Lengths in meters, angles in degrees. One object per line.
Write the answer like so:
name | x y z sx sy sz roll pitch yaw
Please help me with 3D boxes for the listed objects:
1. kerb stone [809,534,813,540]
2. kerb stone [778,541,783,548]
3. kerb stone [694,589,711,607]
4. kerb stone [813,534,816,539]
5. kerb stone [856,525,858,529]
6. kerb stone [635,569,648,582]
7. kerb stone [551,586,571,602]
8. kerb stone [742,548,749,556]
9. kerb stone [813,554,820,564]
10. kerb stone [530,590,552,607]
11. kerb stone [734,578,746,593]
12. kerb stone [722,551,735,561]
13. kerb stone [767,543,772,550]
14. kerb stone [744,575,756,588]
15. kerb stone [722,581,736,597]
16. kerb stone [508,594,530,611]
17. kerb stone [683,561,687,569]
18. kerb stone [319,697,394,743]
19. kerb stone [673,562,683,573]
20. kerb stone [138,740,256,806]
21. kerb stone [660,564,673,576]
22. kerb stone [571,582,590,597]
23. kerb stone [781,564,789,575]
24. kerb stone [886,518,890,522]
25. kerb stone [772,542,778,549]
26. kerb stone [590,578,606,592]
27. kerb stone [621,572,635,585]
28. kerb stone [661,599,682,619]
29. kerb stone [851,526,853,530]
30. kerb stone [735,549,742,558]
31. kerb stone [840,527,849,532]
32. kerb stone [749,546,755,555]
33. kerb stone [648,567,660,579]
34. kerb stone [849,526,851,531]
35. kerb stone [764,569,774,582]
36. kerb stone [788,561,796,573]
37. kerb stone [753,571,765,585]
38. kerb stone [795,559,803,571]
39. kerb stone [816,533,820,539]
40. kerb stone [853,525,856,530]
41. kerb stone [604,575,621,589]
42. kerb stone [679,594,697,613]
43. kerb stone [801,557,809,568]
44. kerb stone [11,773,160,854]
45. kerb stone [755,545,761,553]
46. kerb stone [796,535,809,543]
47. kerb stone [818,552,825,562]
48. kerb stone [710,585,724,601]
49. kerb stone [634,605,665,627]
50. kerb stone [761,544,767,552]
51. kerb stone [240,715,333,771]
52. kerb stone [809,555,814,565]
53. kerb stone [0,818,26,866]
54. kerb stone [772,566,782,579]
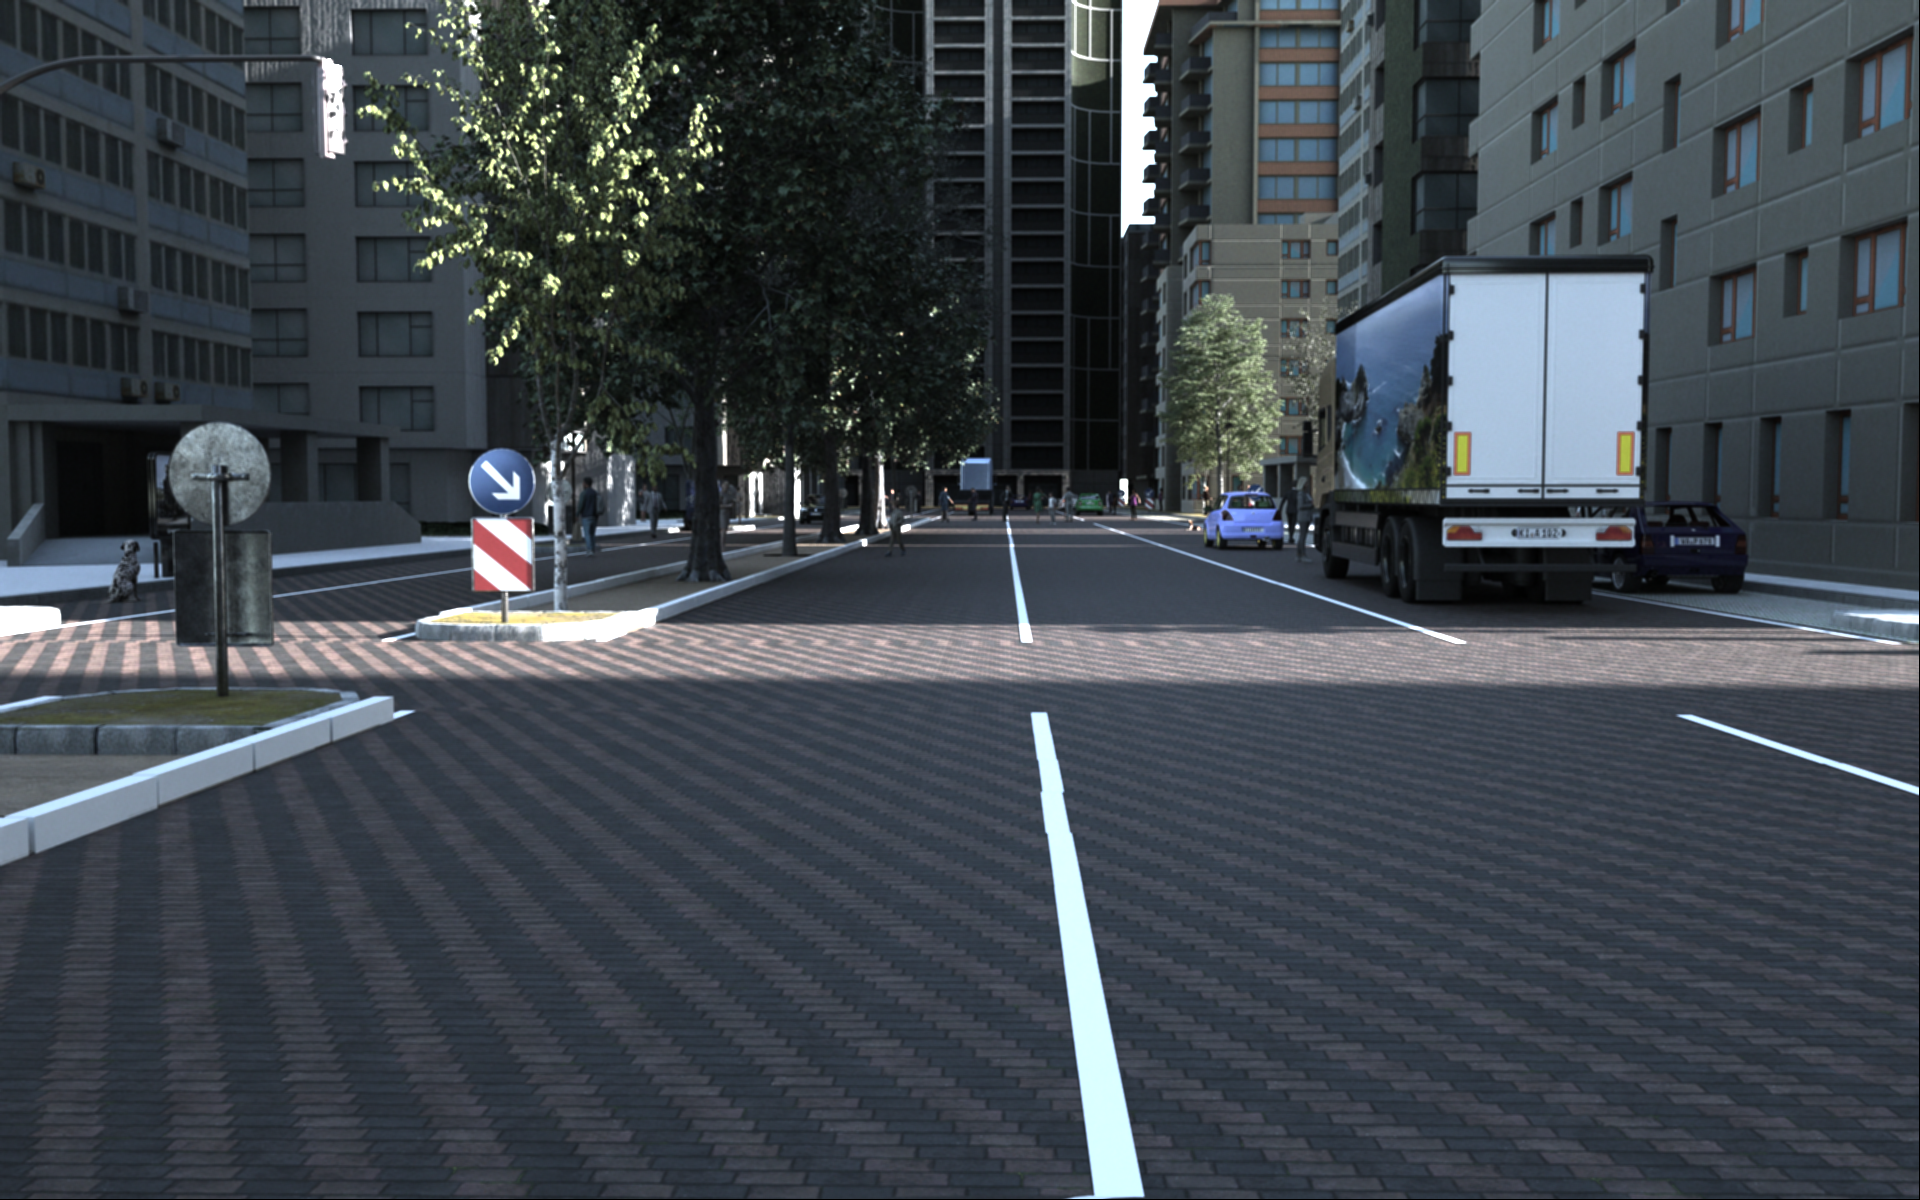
kerb stone | -4.698 -1.884 53.037 0.120 0.150 1.000 0 4 1
kerb stone | -4.889 -1.447 45.859 0.120 0.150 1.000 0 4 1
kerb stone | -3.369 -0.002 22.227 0.120 0.150 1.000 0 4 1
kerb stone | -4.673 -1.943 54.063 0.120 0.150 1.000 0 4 1
kerb stone | -4.301 -2.888 69.420 0.120 0.150 1.000 0 4 1
kerb stone | -5.320 -0.382 28.437 0.120 0.150 1.000 0 4 1
kerb stone | -5.447 -0.065 23.300 0.120 0.150 1.000 0 4 1
kerb stone | -5.034 -1.067 39.716 0.120 0.150 1.000 0 4 1
kerb stone | -3.038 -0.816 35.532 0.120 0.150 1.000 0 4 1
kerb stone | -5.467 -0.005 22.277 0.120 0.150 1.000 0 4 1
kerb stone | -3.296 -0.189 25.294 0.120 0.150 1.000 0 4 1
kerb stone | -5.087 -0.947 37.671 0.120 0.150 1.000 0 4 1
kerb stone | -4.942 -1.322 43.813 0.120 0.150 1.000 0 4 1
kerb stone | -3.276 -0.247 26.320 0.120 0.150 1.000 0 4 1
kerb stone | -3.319 -0.127 24.272 0.120 0.150 1.000 0 4 1
kerb stone | -5.505 0.061 21.252 0.120 0.150 1.000 0 4 1
kerb stone | -5.216 -0.632 32.534 0.120 0.150 1.000 0 4 1
kerb stone | -3.659 0.717 10.472 0.120 0.150 1.000 0 4 1
kerb stone | -5.238 -0.570 31.512 0.120 0.150 1.000 0 4 1
kerb stone | -3.716 0.842 8.429 0.120 0.150 1.000 0 4 1
kerb stone | -5.260 -0.507 30.484 0.120 0.150 1.000 0 4 1
kerb stone | -5.414 -0.127 24.324 0.120 0.150 1.000 0 4 1
kerb stone | -3.167 -0.503 30.422 0.120 0.150 1.000 0 4 1
kerb stone | -3.735 -4.267 91.967 0.120 0.150 1.000 0 4 1
kerb stone | -4.910 -1.384 44.837 0.120 0.150 1.000 0 4 1
kerb stone | -5.394 -0.186 25.353 0.120 0.150 1.000 0 4 1
kerb stone | -5.345 -0.318 27.401 0.120 0.150 1.000 0 4 1
kerb stone | -3.416 0.126 20.178 0.120 0.150 1.000 0 4 1
kerb stone | -4.350 -2.763 67.376 0.120 0.150 1.000 0 4 1
kerb stone | -5.054 -1.009 38.694 0.120 0.150 1.000 0 4 1
kerb stone | -4.396 -2.634 65.326 0.120 0.150 1.000 0 4 1
kerb stone | -5.015 -1.134 40.742 0.120 0.150 1.000 0 4 1
kerb stone | -5.300 -0.444 29.459 0.120 0.150 1.000 0 4 1
kerb stone | -4.376 -2.701 66.351 0.120 0.150 1.000 0 4 1
kerb stone | -3.213 -0.378 28.368 0.120 0.150 1.000 0 4 1
kerb stone | -3.140 -0.566 31.444 0.120 0.150 1.000 0 4 1
kerb stone | -3.245 -0.315 27.342 0.120 0.150 1.000 0 4 1
kerb stone | -3.113 -0.626 32.466 0.120 0.150 1.000 0 4 1
kerb stone | -4.654 -2.012 55.085 0.120 0.150 1.000 0 4 1
kerb stone | -4.326 -2.826 68.398 0.120 0.150 1.000 0 4 1
kerb stone | -5.366 -0.256 26.379 0.120 0.150 1.000 0 4 1
kerb stone | -3.398 0.063 21.203 0.120 0.150 1.000 0 4 1
kerb stone | -3.086 -0.691 33.488 0.120 0.150 1.000 0 4 1
kerb stone | -3.732 0.907 7.398 0.120 0.150 1.000 0 4 1
kerb stone | -4.987 -1.197 41.764 0.120 0.150 1.000 0 4 1
kerb stone | -4.732 -1.824 52.015 0.120 0.150 1.000 0 4 1
kerb stone | -3.010 -0.879 36.562 0.120 0.150 1.000 0 4 1
kerb stone | -3.349 -0.064 23.250 0.120 0.150 1.000 0 4 1
kerb stone | -3.445 0.186 19.156 0.120 0.150 1.000 0 4 1
kerb stone | -4.962 -1.259 42.786 0.120 0.150 1.000 0 4 1
kerb stone | -3.690 0.780 9.451 0.120 0.150 1.000 0 4 1
kerb stone | -3.071 -0.750 34.510 0.120 0.150 1.000 0 4 1
kerb stone | -3.764 0.968 6.366 0.120 0.150 1.000 0 4 1
kerb stone | -3.191 -0.441 29.399 0.120 0.150 1.000 0 4 1
